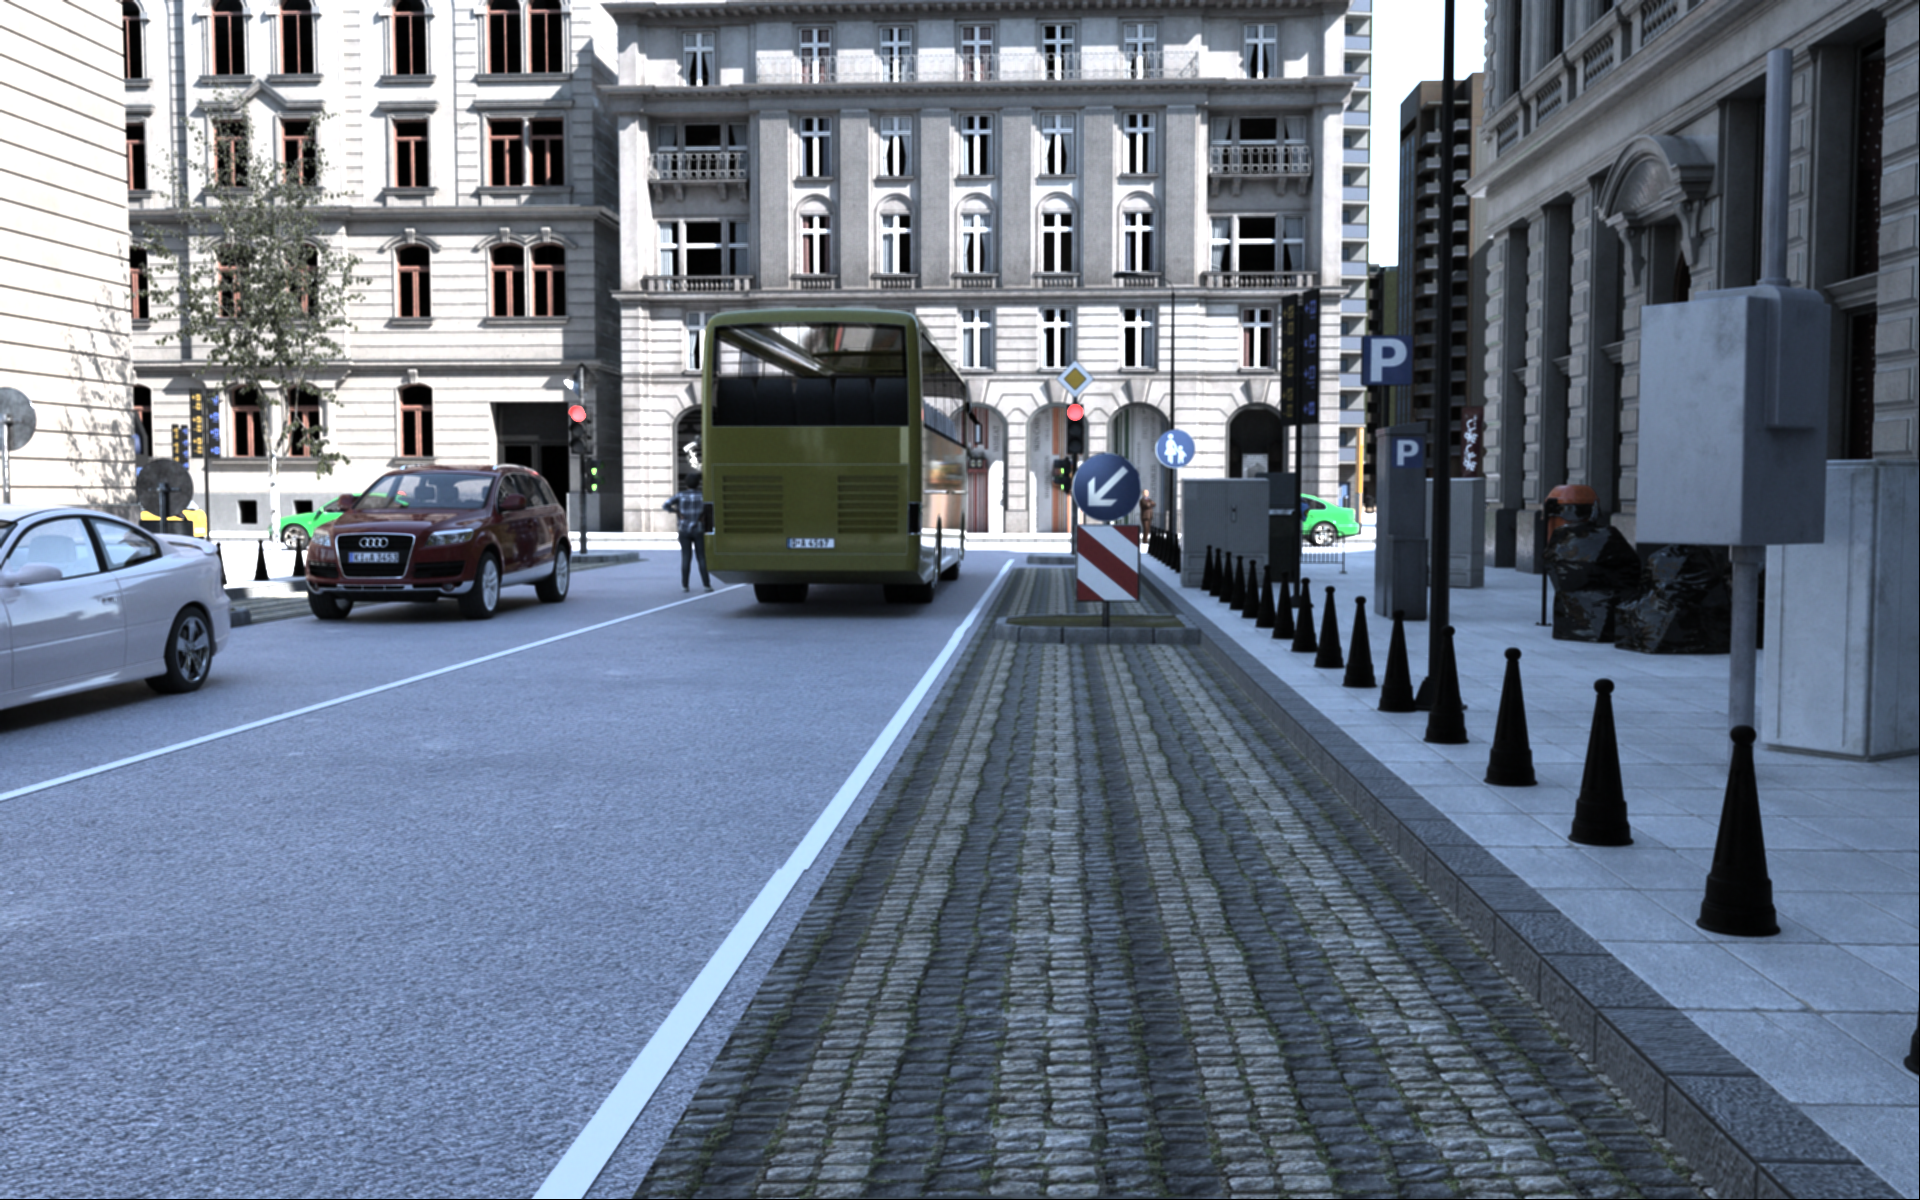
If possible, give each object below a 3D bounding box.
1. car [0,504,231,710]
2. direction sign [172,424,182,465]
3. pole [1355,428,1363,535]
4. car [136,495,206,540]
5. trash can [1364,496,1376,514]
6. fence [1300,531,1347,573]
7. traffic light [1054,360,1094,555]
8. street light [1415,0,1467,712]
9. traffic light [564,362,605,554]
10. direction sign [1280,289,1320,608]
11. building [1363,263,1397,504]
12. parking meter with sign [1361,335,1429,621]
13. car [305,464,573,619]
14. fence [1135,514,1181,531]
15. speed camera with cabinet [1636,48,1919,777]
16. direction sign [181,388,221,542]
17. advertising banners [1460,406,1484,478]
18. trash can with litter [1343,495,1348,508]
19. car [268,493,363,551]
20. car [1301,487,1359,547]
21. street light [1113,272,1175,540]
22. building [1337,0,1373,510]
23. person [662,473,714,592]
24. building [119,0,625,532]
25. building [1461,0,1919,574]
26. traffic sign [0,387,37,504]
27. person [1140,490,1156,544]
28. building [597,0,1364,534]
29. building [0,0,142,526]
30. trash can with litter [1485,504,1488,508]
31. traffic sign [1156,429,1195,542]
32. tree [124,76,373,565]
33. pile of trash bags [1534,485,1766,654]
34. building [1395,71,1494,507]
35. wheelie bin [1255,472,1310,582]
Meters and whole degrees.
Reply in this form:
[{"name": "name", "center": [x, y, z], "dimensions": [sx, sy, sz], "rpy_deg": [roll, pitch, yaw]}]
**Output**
[{"name": "car", "center": [-6.533, 0.068, 11.247], "dimensions": [2.083, 1.381, 4.827], "rpy_deg": [0, 4, 3]}, {"name": "direction sign", "center": [-25.454, -3.951, 56.603], "dimensions": [0.379, 3.537, 0.876], "rpy_deg": [0, 4, 7]}, {"name": "pole", "center": [12.356, -3.656, 53.627], "dimensions": [0.158, 3.312, 0.155], "rpy_deg": [0, 3, 0]}, {"name": "car", "center": [-23.020, -2.316, 48.097], "dimensions": [3.980, 1.641, 2.015], "rpy_deg": [0, 4, 3]}, {"name": "trash can", "center": [26.400, -6.112, 111.581], "dimensions": [0.748, 1.137, 0.748], "rpy_deg": [0, 3, 0]}, {"name": "fence", "center": [5.253, -0.787, 28.250], "dimensions": [2.069, 0.683, 0.278], "rpy_deg": [0, 4, 7]}, {"name": "traffic light", "center": [2.397, -2.905, 36.413], "dimensions": [0.839, 4.253, 0.868], "rpy_deg": [0, 4, 3]}, {"name": "street light", "center": [2.310, -2.303, 10.188], "dimensions": [1.470, 5.913, 1.316], "rpy_deg": [0, 4, 3]}, {"name": "traffic light", "center": [-8.048, -2.940, 36.988], "dimensions": [0.839, 4.253, 0.868], "rpy_deg": [0, 4, 3]}, {"name": "direction sign", "center": [3.828, -1.687, 19.583], "dimensions": [0.379, 3.537, 0.876], "rpy_deg": [-1, 4, -16]}, {"name": "building", "center": [50.186, -27.394, 219.600], "dimensions": [14.107, 30.474, 14.160], "rpy_deg": [0, 4, 3]}, {"name": "parking meter with sign", "center": [4.633, -1.347, 18.284], "dimensions": [0.543, 3.016, 1.738], "rpy_deg": [0, 4, 4]}, {"name": "car", "center": [-6.327, -0.786, 21.521], "dimensions": [2.281, 1.827, 5.304], "rpy_deg": [0, 4, 2]}, {"name": "fence", "center": [6.344, -2.304, 53.052], "dimensions": [2.069, 0.683, 0.278], "rpy_deg": [1, 4, 14]}, {"name": "speed camera with cabinet", "center": [4.123, -0.858, 8.359], "dimensions": [2.038, 3.252, 0.660], "rpy_deg": [-2, 4, -34]}, {"name": "direction sign", "center": [-16.297, -2.780, 37.458], "dimensions": [0.379, 3.537, 0.876], "rpy_deg": [1, 4, 16]}, {"name": "advertising banners", "center": [9.658, -2.376, 35.035], "dimensions": [0.090, 3.025, 2.074], "rpy_deg": [-3, 5, -42]}, {"name": "trash can with litter", "center": [27.894, -6.646, 119.725], "dimensions": [2.233, 1.210, 1.678], "rpy_deg": [1, 4, 19]}, {"name": "car", "center": [-15.315, -2.174, 44.347], "dimensions": [4.718, 1.807, 1.959], "rpy_deg": [0, 4, 5]}, {"name": "car", "center": [8.604, -2.391, 47.893], "dimensions": [4.718, 1.807, 1.959], "rpy_deg": [0, 4, 5]}, {"name": "street light", "center": [3.906, -3.901, 36.315], "dimensions": [1.470, 5.913, 1.316], "rpy_deg": [0, 4, 3]}, {"name": "building", "center": [25.392, -37.398, 153.460], "dimensions": [21.231, 58.520, 28.212], "rpy_deg": [0, 4, 3]}, {"name": "person", "center": [-3.915, -0.988, 25.369], "dimensions": [0.841, 1.734, 0.376], "rpy_deg": [0, 4, -1]}, {"name": "building", "center": [-22.810, -16.914, 63.928], "dimensions": [23.554, 28.519, 14.401], "rpy_deg": [0, 4, 3]}, {"name": "building", "center": [13.640, -11.761, 21.168], "dimensions": [11.050, 23.489, 19.941], "rpy_deg": [0, 4, 3]}, {"name": "traffic sign", "center": [-11.361, -1.256, 20.637], "dimensions": [0.768, 2.556, 0.104], "rpy_deg": [0, 4, 7]}, {"name": "person", "center": [5.396, -2.389, 49.823], "dimensions": [0.482, 1.546, 0.388], "rpy_deg": [-3, 5, -40]}, {"name": "building", "center": [0.859, -13.411, 61.064], "dimensions": [24.055, 21.916, 13.314], "rpy_deg": [0, 4, 3]}, {"name": "building", "center": [-28.169, -14.089, 27.615], "dimensions": [25.104, 27.353, 12.463], "rpy_deg": [0, 4, 3]}, {"name": "trash can with litter", "center": [19.738, -3.375, 66.574], "dimensions": [1.055, 1.170, 0.624], "rpy_deg": [2, 4, 30]}, {"name": "traffic sign", "center": [4.233, -2.079, 34.106], "dimensions": [0.768, 2.556, 0.104], "rpy_deg": [0, 4, 6]}, {"name": "tree", "center": [-12.367, -4.921, 30.821], "dimensions": [4.360, 8.622, 3.978], "rpy_deg": [0, 3, 0]}, {"name": "pile of trash bags", "center": [6.132, -0.354, 15.544], "dimensions": [1.912, 1.369, 3.447], "rpy_deg": [0, 4, -8]}, {"name": "building", "center": [54.176, -32.469, 180.973], "dimensions": [14.200, 45.320, 14.600], "rpy_deg": [0, 4, 3]}, {"name": "wheelie bin", "center": [4.610, -1.067, 25.354], "dimensions": [0.980, 1.594, 0.693], "rpy_deg": [1, 4, 8]}]
